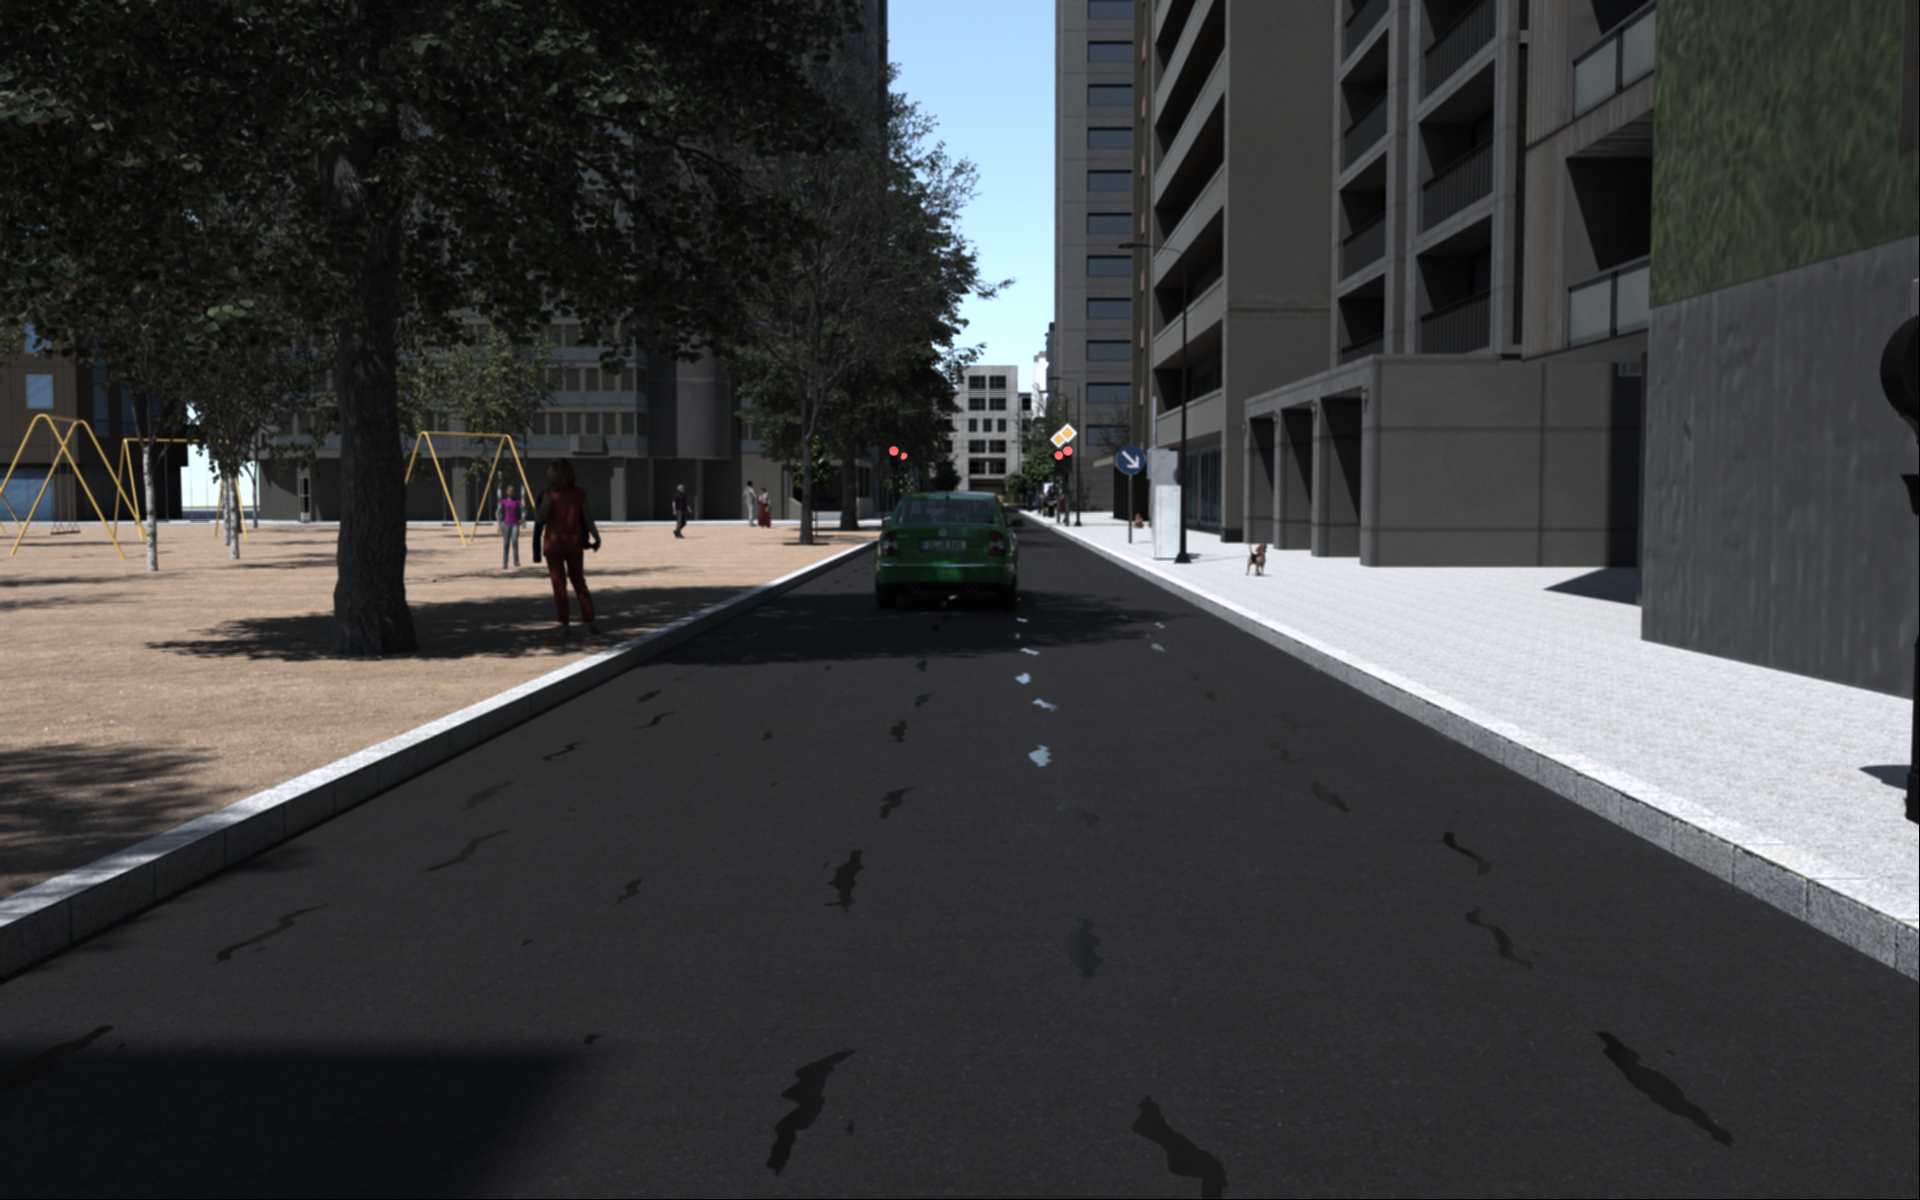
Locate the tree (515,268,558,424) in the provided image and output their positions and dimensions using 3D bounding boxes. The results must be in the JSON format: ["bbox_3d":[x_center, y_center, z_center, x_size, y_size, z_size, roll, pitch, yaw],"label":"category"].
[{"bbox_3d":[-14.995,-6.424,55.389,4.737,8.622,4.395,0,3,0],"label":"tree"}]

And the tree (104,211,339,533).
[{"bbox_3d":[-23.693,-7.475,56.630,8.767,10.594,7.601,-1,4,-15],"label":"tree"}]

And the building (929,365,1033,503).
[{"bbox_3d":[-0.349,-23.184,245.511,31.486,18.905,16.747,0,4,1],"label":"building"}]

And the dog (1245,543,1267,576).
[{"bbox_3d":[4.677,-0.637,27.248,0.540,0.507,0.406,3,5,41],"label":"dog"}]

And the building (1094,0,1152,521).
[{"bbox_3d":[21.560,-26.505,87.977,28.867,44.769,22.147,0,4,1],"label":"building"}]

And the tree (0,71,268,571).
[{"bbox_3d":[-13.375,-4.774,28.416,4.360,8.622,3.978,0,3,0],"label":"tree"}]

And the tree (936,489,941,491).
[{"bbox_3d":[-2.113,-12.897,205.473,1.663,3.219,1.824,0,3,0],"label":"tree"}]

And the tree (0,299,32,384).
[{"bbox_3d":[-24.436,-5.535,40.859,4.737,8.622,4.395,0,3,0],"label":"tree"}]

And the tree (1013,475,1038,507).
[{"bbox_3d":[6.563,-11.166,177.170,1.663,3.219,1.824,0,3,0],"label":"tree"}]

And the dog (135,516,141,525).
[{"bbox_3d":[-35.243,-3.364,74.289,0.540,0.507,0.406,1,4,11],"label":"dog"}]

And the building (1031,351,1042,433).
[{"bbox_3d":[16.608,-21.496,207.878,16.016,20.091,11.380,0,4,1],"label":"building"}]

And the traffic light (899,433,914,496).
[{"bbox_3d":[-2.482,-5.366,76.653,0.839,4.253,0.868,0,4,1],"label":"traffic light"}]

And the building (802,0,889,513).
[{"bbox_3d":[-16.035,-35.040,114.901,21.231,58.520,28.212,0,4,1],"label":"building"}]

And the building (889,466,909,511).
[{"bbox_3d":[-14.534,-42.890,139.505,20.563,71.187,20.611,0,4,1],"label":"building"}]

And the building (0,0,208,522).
[{"bbox_3d":[-47.411,-26.608,85.152,14.200,45.320,14.600,0,4,1],"label":"building"}]

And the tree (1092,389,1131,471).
[{"bbox_3d":[11.222,-10.268,118.240,4.360,8.622,3.978,0,3,0],"label":"tree"}]

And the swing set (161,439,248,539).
[{"bbox_3d":[-22.576,-3.190,49.769,3.119,2.851,2.862,-3,5,-40],"label":"swing set"}]

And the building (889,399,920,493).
[{"bbox_3d":[-8.291,-13.729,166.621,9.099,9.664,28.070,0,4,1],"label":"building"}]

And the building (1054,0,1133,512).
[{"bbox_3d":[17.972,-36.362,136.512,21.231,58.520,28.212,0,4,1],"label":"building"}]

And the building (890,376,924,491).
[{"bbox_3d":[-11.799,-20.222,187.045,16.016,20.091,11.380,0,4,1],"label":"building"}]

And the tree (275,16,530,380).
[{"bbox_3d":[-8.200,-4.518,24.228,4.360,8.622,3.978,0,3,0],"label":"tree"}]

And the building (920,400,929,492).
[{"bbox_3d":[-20.395,-22.525,212.261,32.646,21.610,27.936,0,4,1],"label":"building"}]

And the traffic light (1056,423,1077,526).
[{"bbox_3d":[4.234,-4.873,68.595,0.839,4.253,0.868,0,4,1],"label":"traffic light"}]

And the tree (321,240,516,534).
[{"bbox_3d":[-16.084,-6.059,49.423,4.737,8.622,4.395,0,3,0],"label":"tree"}]

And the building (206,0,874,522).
[{"bbox_3d":[-21.011,-24.317,89.469,32.217,40.220,23.993,0,4,1],"label":"building"}]

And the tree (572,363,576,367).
[{"bbox_3d":[-16.282,-6.916,63.436,4.360,8.622,3.978,0,3,0],"label":"tree"}]

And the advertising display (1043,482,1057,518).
[{"bbox_3d":[4.997,-5.478,94.784,0.974,1.923,0.123,2,4,34],"label":"advertising display"}]

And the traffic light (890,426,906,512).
[{"bbox_3d":[-2.587,-4.878,68.669,0.839,4.253,0.868,0,4,1],"label":"traffic light"}]

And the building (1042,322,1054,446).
[{"bbox_3d":[16.433,-19.069,168.191,16.016,20.091,11.380,0,4,1],"label":"building"}]

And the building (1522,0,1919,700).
[{"bbox_3d":[13.021,-20.303,15.557,14.154,41.232,14.086,0,4,1],"label":"building"}]

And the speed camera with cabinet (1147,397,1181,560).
[{"bbox_3d":[4.116,-2.461,34.579,0.660,3.252,2.038,0,4,2],"label":"speed camera with cabinet"}]

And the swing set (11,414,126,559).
[{"bbox_3d":[-18.308,-2.315,35.464,2.862,2.851,3.119,-1,4,-13],"label":"swing set"}]

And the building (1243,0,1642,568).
[{"bbox_3d":[17.457,-36.354,32.641,20.563,71.187,20.611,0,4,1],"label":"building"}]

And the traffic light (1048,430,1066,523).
[{"bbox_3d":[4.339,-5.361,76.580,0.839,4.253,0.868,0,4,1],"label":"traffic light"}]

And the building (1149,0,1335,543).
[{"bbox_3d":[17.757,-26.342,54.396,21.300,48.544,21.600,0,4,1],"label":"building"}]

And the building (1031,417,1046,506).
[{"bbox_3d":[12.701,-15.071,188.558,9.099,9.664,28.070,0,4,1],"label":"building"}]

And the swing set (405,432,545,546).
[{"bbox_3d":[-12.753,-2.867,44.499,2.862,2.851,3.119,2,4,31],"label":"swing set"}]
